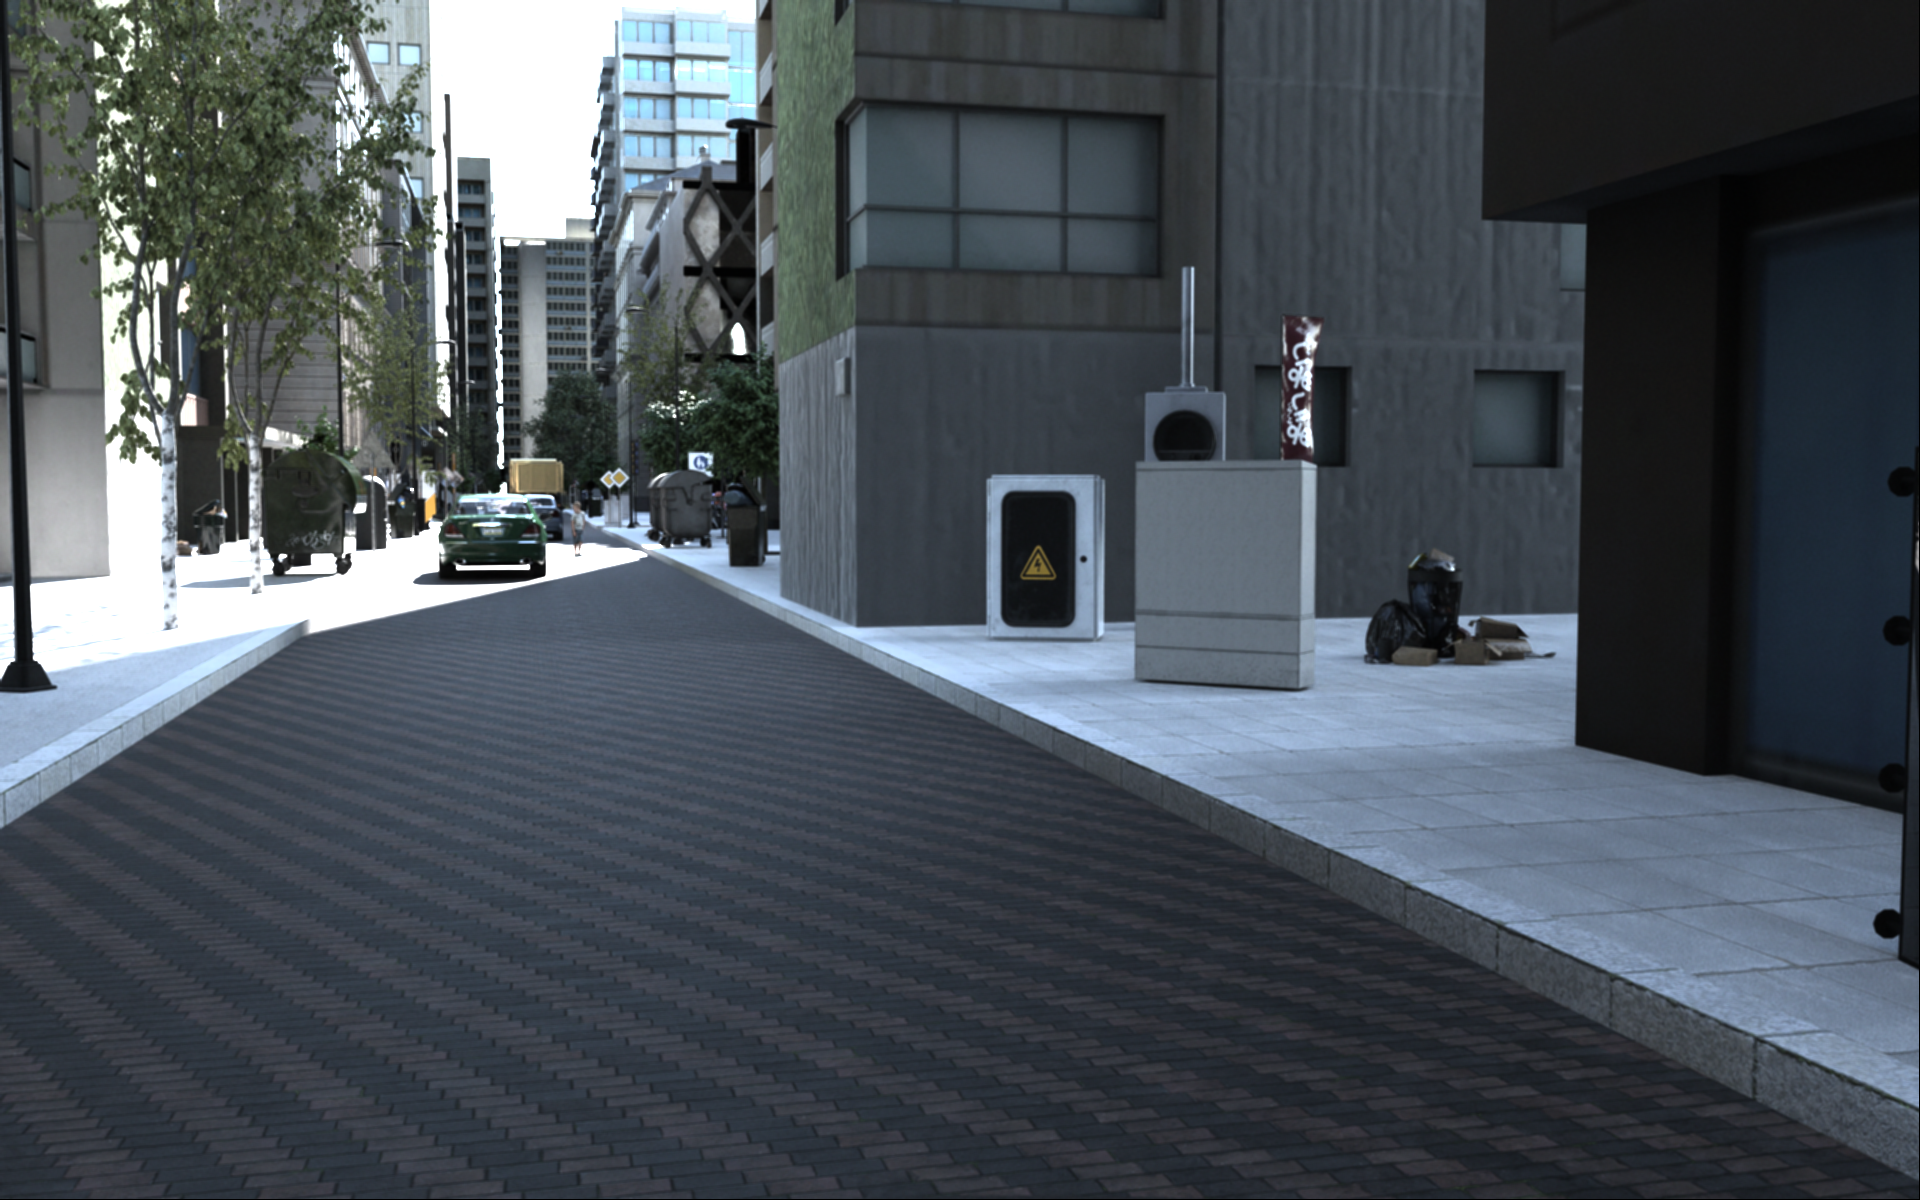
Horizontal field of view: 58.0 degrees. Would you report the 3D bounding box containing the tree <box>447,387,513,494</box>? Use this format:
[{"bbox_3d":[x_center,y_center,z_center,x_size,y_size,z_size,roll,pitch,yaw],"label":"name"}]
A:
[{"bbox_3d":[-33.214,-10.340,119.428,4.360,8.622,3.978,0,3,0],"label":"tree"}]

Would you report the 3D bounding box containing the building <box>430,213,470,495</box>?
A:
[{"bbox_3d":[-57.277,-24.670,175.062,14.160,30.474,14.107,-1,4,-14],"label":"building"}]

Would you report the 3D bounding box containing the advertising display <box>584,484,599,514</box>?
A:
[{"bbox_3d":[-23.808,-6.529,111.961,0.974,1.923,0.123,1,4,12],"label":"advertising display"}]

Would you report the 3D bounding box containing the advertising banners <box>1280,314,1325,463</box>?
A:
[{"bbox_3d":[2.666,-1.250,16.633,2.074,3.025,0.090,-2,4,-27],"label":"advertising banners"}]

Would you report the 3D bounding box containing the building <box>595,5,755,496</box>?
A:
[{"bbox_3d":[-25.274,-34.054,176.393,23.786,49.044,30.456,-1,4,-14],"label":"building"}]

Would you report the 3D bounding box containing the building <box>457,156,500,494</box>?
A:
[{"bbox_3d":[-73.728,-37.337,234.165,21.600,48.544,21.300,-1,4,-14],"label":"building"}]

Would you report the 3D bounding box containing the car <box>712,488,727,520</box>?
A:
[{"bbox_3d":[-8.429,-3.620,68.782,3.694,1.707,1.945,-1,4,-13],"label":"car"}]

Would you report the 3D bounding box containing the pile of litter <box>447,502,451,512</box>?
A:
[{"bbox_3d":[-38.198,-7.218,131.983,1.719,0.858,1.176,-3,4,-37],"label":"pile of litter"}]

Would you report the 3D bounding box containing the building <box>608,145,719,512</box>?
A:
[{"bbox_3d":[-20.508,-20.681,135.390,12.463,27.353,25.104,-1,4,-14],"label":"building"}]

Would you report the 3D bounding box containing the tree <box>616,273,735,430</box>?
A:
[{"bbox_3d":[-9.769,-6.640,58.925,4.737,8.622,4.395,0,3,0],"label":"tree"}]

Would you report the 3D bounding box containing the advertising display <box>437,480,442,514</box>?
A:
[{"bbox_3d":[-23.981,-4.560,79.772,0.123,1.923,0.974,-1,4,-22],"label":"advertising display"}]

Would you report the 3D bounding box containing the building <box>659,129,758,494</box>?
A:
[{"bbox_3d":[-5.702,-13.340,85.556,16.811,18.784,16.820,-1,4,-14],"label":"building"}]

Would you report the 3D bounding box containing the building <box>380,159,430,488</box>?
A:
[{"bbox_3d":[-41.888,-17.810,110.255,14.314,24.678,30.058,-1,4,-14],"label":"building"}]

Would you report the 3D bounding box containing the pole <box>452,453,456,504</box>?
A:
[{"bbox_3d":[-25.259,-5.666,86.490,0.158,3.312,0.155,0,3,0],"label":"pole"}]

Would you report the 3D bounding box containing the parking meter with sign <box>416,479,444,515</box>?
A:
[{"bbox_3d":[-28.082,-5.833,91.624,0.543,3.016,1.738,2,4,31],"label":"parking meter with sign"}]

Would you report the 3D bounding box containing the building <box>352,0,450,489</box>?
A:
[{"bbox_3d":[-59.599,-34.441,152.355,28.713,52.752,27.495,-1,4,-14],"label":"building"}]

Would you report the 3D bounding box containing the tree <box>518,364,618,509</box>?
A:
[{"bbox_3d":[-33.988,-14.408,152.573,9.611,12.733,9.660,0,3,0],"label":"tree"}]

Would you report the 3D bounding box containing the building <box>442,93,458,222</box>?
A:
[{"bbox_3d":[-61.887,-32.915,188.276,14.600,45.320,14.200,-1,4,-14],"label":"building"}]

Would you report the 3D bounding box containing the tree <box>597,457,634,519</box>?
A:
[{"bbox_3d":[-17.889,-5.898,91.033,1.663,3.219,1.824,0,3,0],"label":"tree"}]

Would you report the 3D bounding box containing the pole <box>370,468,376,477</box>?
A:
[{"bbox_3d":[-20.929,-4.156,61.795,0.158,3.312,0.155,0,3,0],"label":"pole"}]

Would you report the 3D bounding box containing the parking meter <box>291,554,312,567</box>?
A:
[{"bbox_3d":[-11.709,-1.365,30.728,0.372,1.533,0.369,0,3,0],"label":"parking meter"}]

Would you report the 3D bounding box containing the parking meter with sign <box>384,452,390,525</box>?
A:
[{"bbox_3d":[-24.095,-4.715,73.354,0.543,3.016,1.738,-1,4,-13],"label":"parking meter with sign"}]

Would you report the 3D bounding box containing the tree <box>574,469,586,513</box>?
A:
[{"bbox_3d":[-25.046,-7.423,115.962,1.663,3.219,1.824,0,3,0],"label":"tree"}]

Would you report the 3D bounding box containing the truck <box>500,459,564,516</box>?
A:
[{"bbox_3d":[-23.120,-6.009,94.175,3.469,3.379,9.791,-1,4,-16],"label":"truck"}]

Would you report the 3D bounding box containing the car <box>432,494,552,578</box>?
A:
[{"bbox_3d":[-8.410,-1.185,31.173,2.131,1.459,4.920,-1,4,-15],"label":"car"}]

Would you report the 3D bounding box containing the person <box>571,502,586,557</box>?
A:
[{"bbox_3d":[-8.658,-1.600,39.346,0.332,1.250,0.352,0,4,-1],"label":"person"}]

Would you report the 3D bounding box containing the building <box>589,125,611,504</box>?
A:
[{"bbox_3d":[-32.310,-33.691,205.466,22.147,44.769,28.867,-1,4,-14],"label":"building"}]

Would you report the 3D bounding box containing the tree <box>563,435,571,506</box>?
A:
[{"bbox_3d":[-39.824,-13.844,176.714,4.360,8.622,3.978,0,3,0],"label":"tree"}]

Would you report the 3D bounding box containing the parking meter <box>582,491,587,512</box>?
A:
[{"bbox_3d":[-27.630,-7.282,127.475,0.372,1.533,0.369,0,3,0],"label":"parking meter"}]

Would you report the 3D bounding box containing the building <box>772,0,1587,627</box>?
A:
[{"bbox_3d":[4.150,-20.803,23.730,14.154,41.232,14.086,-1,4,-14],"label":"building"}]

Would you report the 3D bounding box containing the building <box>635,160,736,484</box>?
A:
[{"bbox_3d":[-13.446,-16.528,112.029,13.314,21.916,24.055,-1,4,-14],"label":"building"}]

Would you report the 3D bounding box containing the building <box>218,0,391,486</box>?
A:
[{"bbox_3d":[-34.549,-17.475,82.982,12.463,27.353,25.104,-1,4,-14],"label":"building"}]

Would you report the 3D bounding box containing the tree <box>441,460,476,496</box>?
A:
[{"bbox_3d":[-30.294,-6.691,104.001,1.663,3.219,1.824,0,3,0],"label":"tree"}]

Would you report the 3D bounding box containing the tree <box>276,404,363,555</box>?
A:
[{"bbox_3d":[-13.523,-2.602,37.141,1.663,3.219,1.824,0,3,0],"label":"tree"}]

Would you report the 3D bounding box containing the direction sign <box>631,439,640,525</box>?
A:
[{"bbox_3d":[-13.531,-4.903,72.165,0.379,3.537,0.876,-2,4,-28],"label":"direction sign"}]

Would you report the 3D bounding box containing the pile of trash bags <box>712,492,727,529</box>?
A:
[{"bbox_3d":[-9.395,-3.327,64.143,1.912,1.369,3.447,1,4,12],"label":"pile of trash bags"}]

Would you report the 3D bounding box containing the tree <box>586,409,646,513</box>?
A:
[{"bbox_3d":[-8.362,-4.250,53.200,4.285,4.588,4.351,0,3,0],"label":"tree"}]

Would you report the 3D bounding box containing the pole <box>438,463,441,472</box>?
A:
[{"bbox_3d":[-34.051,-7.309,113.345,0.158,3.312,0.155,0,3,0],"label":"pole"}]

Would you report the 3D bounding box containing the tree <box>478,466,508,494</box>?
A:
[{"bbox_3d":[-53.132,-13.072,197.440,4.285,4.588,4.351,0,3,0],"label":"tree"}]

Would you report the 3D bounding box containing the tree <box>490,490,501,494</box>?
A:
[{"bbox_3d":[-56.768,-13.340,212.703,1.663,3.219,1.824,0,3,0],"label":"tree"}]

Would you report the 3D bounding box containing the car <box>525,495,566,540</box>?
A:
[{"bbox_3d":[-13.524,-2.626,54.939,2.014,1.417,4.499,-1,4,-15],"label":"car"}]

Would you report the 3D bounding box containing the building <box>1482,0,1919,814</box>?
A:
[{"bbox_3d":[11.123,-21.557,2.564,14.600,45.320,14.200,-1,4,-14],"label":"building"}]

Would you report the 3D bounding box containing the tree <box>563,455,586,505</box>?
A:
[{"bbox_3d":[-25.047,-8.352,120.265,4.285,4.588,4.351,0,3,0],"label":"tree"}]

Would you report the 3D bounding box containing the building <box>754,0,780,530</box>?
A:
[{"bbox_3d":[5.540,-26.314,53.939,21.300,48.544,21.600,-1,4,-14],"label":"building"}]

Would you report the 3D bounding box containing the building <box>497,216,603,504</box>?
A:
[{"bbox_3d":[-53.080,-33.878,245.789,23.993,40.220,32.217,-1,4,-14],"label":"building"}]

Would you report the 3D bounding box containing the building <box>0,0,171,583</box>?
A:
[{"bbox_3d":[-19.514,-20.706,22.136,14.154,41.232,14.086,-1,4,-14],"label":"building"}]

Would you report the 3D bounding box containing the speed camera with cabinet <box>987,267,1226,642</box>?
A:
[{"bbox_3d":[1.279,-1.272,15.133,2.038,3.252,0.660,1,4,10],"label":"speed camera with cabinet"}]

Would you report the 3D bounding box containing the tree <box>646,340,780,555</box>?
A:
[{"bbox_3d":[-4.210,-3.263,37.065,4.285,4.588,4.351,0,3,0],"label":"tree"}]

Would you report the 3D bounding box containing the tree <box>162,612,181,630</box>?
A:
[{"bbox_3d":[-7.365,-4.038,16.380,4.737,8.622,4.395,0,3,0],"label":"tree"}]

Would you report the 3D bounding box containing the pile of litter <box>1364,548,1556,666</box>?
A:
[{"bbox_3d":[3.889,0.031,13.463,1.719,0.858,1.176,-1,4,-11],"label":"pile of litter"}]

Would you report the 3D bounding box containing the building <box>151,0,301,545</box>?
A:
[{"bbox_3d":[-32.537,-23.742,42.811,28.867,44.769,22.147,-1,4,-14],"label":"building"}]

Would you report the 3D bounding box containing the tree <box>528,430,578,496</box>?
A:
[{"bbox_3d":[-47.409,-16.456,203.459,7.601,10.594,8.767,-1,4,-22],"label":"tree"}]

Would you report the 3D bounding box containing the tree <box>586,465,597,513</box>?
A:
[{"bbox_3d":[-21.999,-6.933,107.952,1.663,3.219,1.824,0,3,0],"label":"tree"}]
